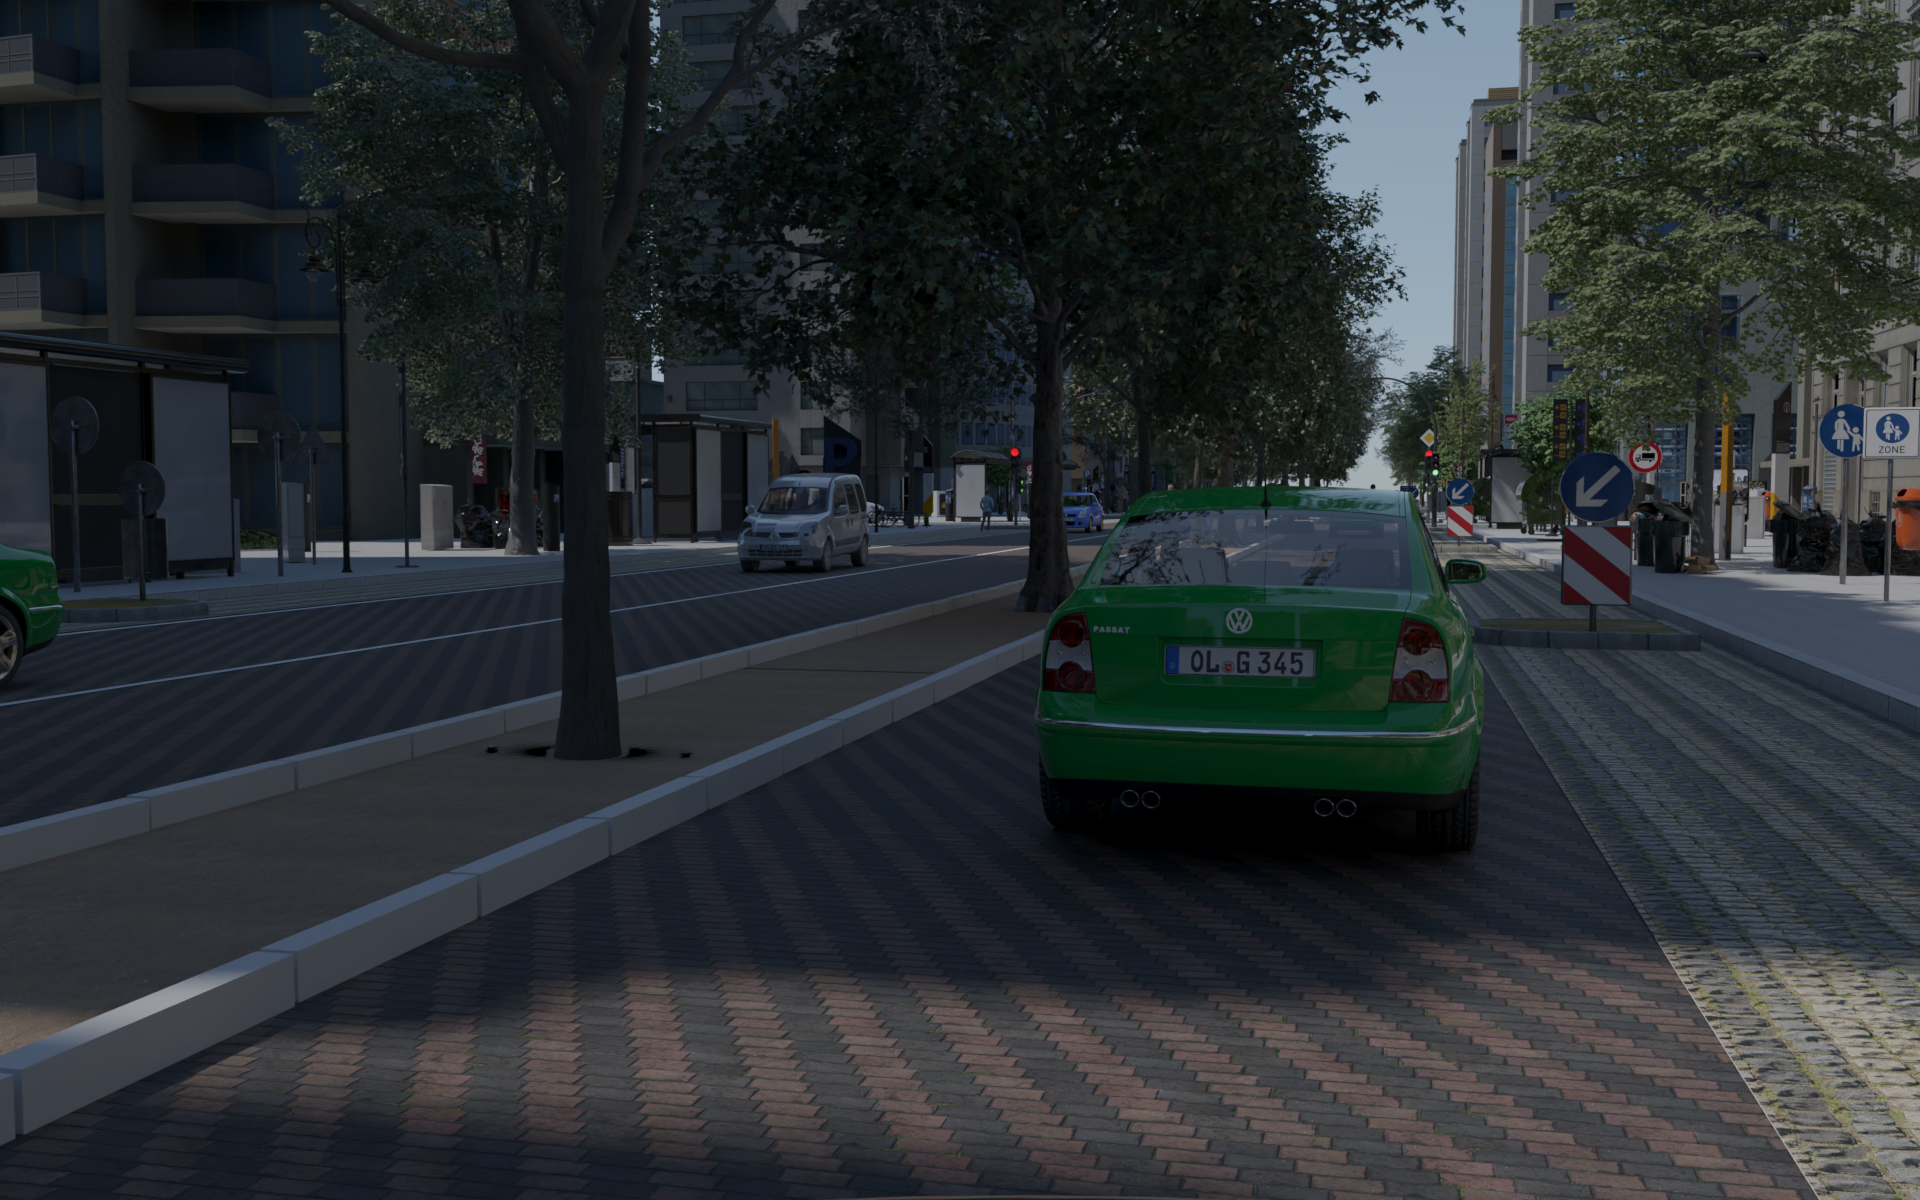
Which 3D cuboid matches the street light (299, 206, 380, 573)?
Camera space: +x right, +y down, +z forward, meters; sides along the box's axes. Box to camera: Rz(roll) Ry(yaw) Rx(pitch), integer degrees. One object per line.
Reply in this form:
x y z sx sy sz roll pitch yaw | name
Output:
-10.025 -3.385 28.140 0.468 5.910 1.993 1 4 13 | street light

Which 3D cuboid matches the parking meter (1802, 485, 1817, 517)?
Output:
23.998 -2.479 48.945 0.372 1.533 0.369 0 3 0 | parking meter

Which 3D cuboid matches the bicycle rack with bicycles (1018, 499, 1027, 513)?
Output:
5.088 -6.309 116.531 2.925 0.926 2.852 2 4 25 | bicycle rack with bicycles

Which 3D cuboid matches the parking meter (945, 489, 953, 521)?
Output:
-0.497 -4.451 81.177 0.372 1.533 0.369 0 3 0 | parking meter

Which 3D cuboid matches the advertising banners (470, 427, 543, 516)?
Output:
-11.758 -2.976 44.839 2.074 3.025 0.090 -3 4 -38 | advertising banners

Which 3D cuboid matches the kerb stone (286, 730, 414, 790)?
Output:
-3.125 0.818 8.834 0.120 0.150 1.000 1 4 13 | kerb stone

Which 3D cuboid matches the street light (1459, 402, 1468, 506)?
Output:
25.249 -6.988 87.035 0.468 5.910 1.993 1 4 13 | street light

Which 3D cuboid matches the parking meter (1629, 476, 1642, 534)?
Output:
21.928 -3.091 56.254 0.255 1.863 0.399 2 4 35 | parking meter

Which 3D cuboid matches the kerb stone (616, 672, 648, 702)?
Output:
-2.408 0.634 11.824 0.120 0.150 1.000 1 4 13 | kerb stone

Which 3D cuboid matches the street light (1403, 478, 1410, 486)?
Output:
62.384 -16.432 241.457 0.468 5.910 1.993 1 4 13 | street light

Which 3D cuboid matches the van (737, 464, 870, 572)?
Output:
-2.948 -1.599 33.148 2.013 2.044 4.112 1 4 11 | van

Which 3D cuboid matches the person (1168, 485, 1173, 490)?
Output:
9.368 -4.201 77.062 0.514 1.842 0.818 1 4 10 | person

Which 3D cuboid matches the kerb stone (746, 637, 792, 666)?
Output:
-1.680 0.451 14.822 0.120 0.150 1.000 1 4 13 | kerb stone

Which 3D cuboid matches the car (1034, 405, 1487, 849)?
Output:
1.591 0.017 8.513 1.959 1.807 4.718 1 4 15 | car

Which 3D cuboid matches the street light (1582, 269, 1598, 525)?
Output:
12.919 -3.846 35.676 0.468 5.910 1.993 1 4 13 | street light

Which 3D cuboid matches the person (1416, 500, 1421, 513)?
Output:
14.864 -2.643 56.395 0.352 1.250 0.332 3 4 37 | person

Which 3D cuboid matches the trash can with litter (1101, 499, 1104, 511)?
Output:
10.744 -7.377 131.996 1.055 1.170 0.624 -2 4 -25 | trash can with litter

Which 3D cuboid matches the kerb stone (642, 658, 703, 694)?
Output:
-2.164 0.574 12.818 0.120 0.150 1.000 1 4 13 | kerb stone

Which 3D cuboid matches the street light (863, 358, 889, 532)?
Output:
-2.810 -5.212 58.009 0.468 5.910 1.993 1 4 13 | street light

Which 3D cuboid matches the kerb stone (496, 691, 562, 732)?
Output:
-2.649 0.695 10.830 0.120 0.150 1.000 1 4 13 | kerb stone

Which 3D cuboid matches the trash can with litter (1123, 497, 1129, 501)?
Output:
11.518 -6.731 121.446 0.624 1.170 1.055 0 4 6 | trash can with litter

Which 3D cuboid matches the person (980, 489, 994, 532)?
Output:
1.009 -3.297 64.213 0.589 1.601 0.330 2 4 28 | person

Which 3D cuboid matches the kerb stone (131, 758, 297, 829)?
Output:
-3.370 0.878 7.841 0.120 0.150 1.000 1 4 13 | kerb stone

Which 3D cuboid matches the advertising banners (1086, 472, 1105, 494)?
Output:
10.578 -8.617 137.070 2.074 3.025 0.090 -1 4 -10 | advertising banners

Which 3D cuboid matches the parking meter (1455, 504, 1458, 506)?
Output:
29.866 -6.002 103.846 0.399 1.863 0.255 -2 4 -27 | parking meter

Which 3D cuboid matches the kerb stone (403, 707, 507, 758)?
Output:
-2.888 0.758 9.836 0.120 0.150 1.000 1 4 13 | kerb stone

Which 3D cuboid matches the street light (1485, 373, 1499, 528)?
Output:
20.277 -5.704 66.044 0.468 5.910 1.993 1 4 13 | street light

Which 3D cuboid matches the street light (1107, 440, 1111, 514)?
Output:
9.295 -8.317 108.769 0.468 5.910 1.993 1 4 13 | street light

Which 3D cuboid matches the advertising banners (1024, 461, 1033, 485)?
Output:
4.425 -5.891 92.501 2.074 3.025 0.090 0 4 6 | advertising banners

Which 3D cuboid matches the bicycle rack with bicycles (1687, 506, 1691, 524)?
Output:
31.611 -3.803 75.561 2.925 0.926 2.852 3 5 40 | bicycle rack with bicycles

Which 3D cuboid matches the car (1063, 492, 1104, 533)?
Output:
4.332 -3.406 65.284 1.945 1.707 3.694 1 4 14 | car

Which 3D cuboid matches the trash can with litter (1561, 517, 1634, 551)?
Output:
14.838 -1.711 39.034 1.678 1.210 2.233 -2 4 -30 | trash can with litter

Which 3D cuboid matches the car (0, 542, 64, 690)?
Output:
-8.118 -0.152 11.282 1.959 1.807 4.718 1 4 14 | car

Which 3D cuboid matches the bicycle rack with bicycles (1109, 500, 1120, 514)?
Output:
9.574 -6.131 113.624 2.852 0.926 2.925 1 4 19 | bicycle rack with bicycles

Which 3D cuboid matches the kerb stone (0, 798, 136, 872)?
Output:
-3.598 0.943 6.840 0.120 0.150 1.000 1 4 13 | kerb stone

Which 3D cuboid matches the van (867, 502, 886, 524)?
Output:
-5.292 -4.216 75.950 4.112 2.044 2.013 1 4 14 | van

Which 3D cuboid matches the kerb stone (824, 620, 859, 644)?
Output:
-1.211 0.329 16.816 0.120 0.150 1.000 1 4 13 | kerb stone

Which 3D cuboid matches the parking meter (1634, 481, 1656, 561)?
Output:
13.212 -1.529 33.416 0.372 1.533 0.369 0 3 0 | parking meter

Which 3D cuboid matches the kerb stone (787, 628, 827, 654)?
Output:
-1.445 0.390 15.817 0.120 0.150 1.000 1 4 13 | kerb stone

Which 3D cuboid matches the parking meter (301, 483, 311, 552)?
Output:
-14.587 -1.832 38.369 0.372 1.533 0.369 0 3 0 | parking meter

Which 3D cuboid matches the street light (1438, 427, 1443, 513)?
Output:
32.546 -8.842 117.347 0.468 5.910 1.993 1 4 13 | street light

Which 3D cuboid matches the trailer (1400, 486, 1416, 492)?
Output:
30.677 -6.836 118.814 1.471 1.999 3.904 1 4 13 | trailer

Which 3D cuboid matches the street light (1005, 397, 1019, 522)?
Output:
2.332 -6.510 79.221 0.468 5.910 1.993 1 4 13 | street light

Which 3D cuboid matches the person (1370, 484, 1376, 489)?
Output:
15.216 -3.371 63.792 0.419 1.800 0.721 1 4 21 | person

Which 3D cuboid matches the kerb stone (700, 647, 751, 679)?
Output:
-1.924 0.513 13.819 0.120 0.150 1.000 1 4 13 | kerb stone

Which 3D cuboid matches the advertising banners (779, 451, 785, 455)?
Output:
-7.656 -4.522 70.130 0.090 3.025 2.074 2 4 27 | advertising banners

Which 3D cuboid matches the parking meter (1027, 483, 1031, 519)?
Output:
3.648 -5.165 90.162 0.255 1.863 0.399 0 4 -5 | parking meter

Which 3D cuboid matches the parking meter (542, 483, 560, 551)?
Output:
-9.202 -1.871 38.995 0.372 1.533 0.369 0 3 0 | parking meter

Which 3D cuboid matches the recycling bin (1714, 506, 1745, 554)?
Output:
16.594 -1.532 37.602 0.722 1.027 0.722 1 4 18 | recycling bin

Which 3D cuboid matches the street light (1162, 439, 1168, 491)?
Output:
16.488 -10.130 138.417 0.468 5.910 1.993 1 4 13 | street light

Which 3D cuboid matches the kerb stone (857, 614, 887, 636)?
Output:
-0.969 0.275 17.809 0.120 0.150 1.000 1 4 13 | kerb stone

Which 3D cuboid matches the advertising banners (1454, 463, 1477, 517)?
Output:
28.461 -6.109 96.063 2.074 3.025 0.090 1 4 15 | advertising banners

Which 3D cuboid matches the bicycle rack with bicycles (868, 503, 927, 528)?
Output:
-2.604 -3.246 66.454 2.925 0.926 2.852 -1 4 -20 | bicycle rack with bicycles
